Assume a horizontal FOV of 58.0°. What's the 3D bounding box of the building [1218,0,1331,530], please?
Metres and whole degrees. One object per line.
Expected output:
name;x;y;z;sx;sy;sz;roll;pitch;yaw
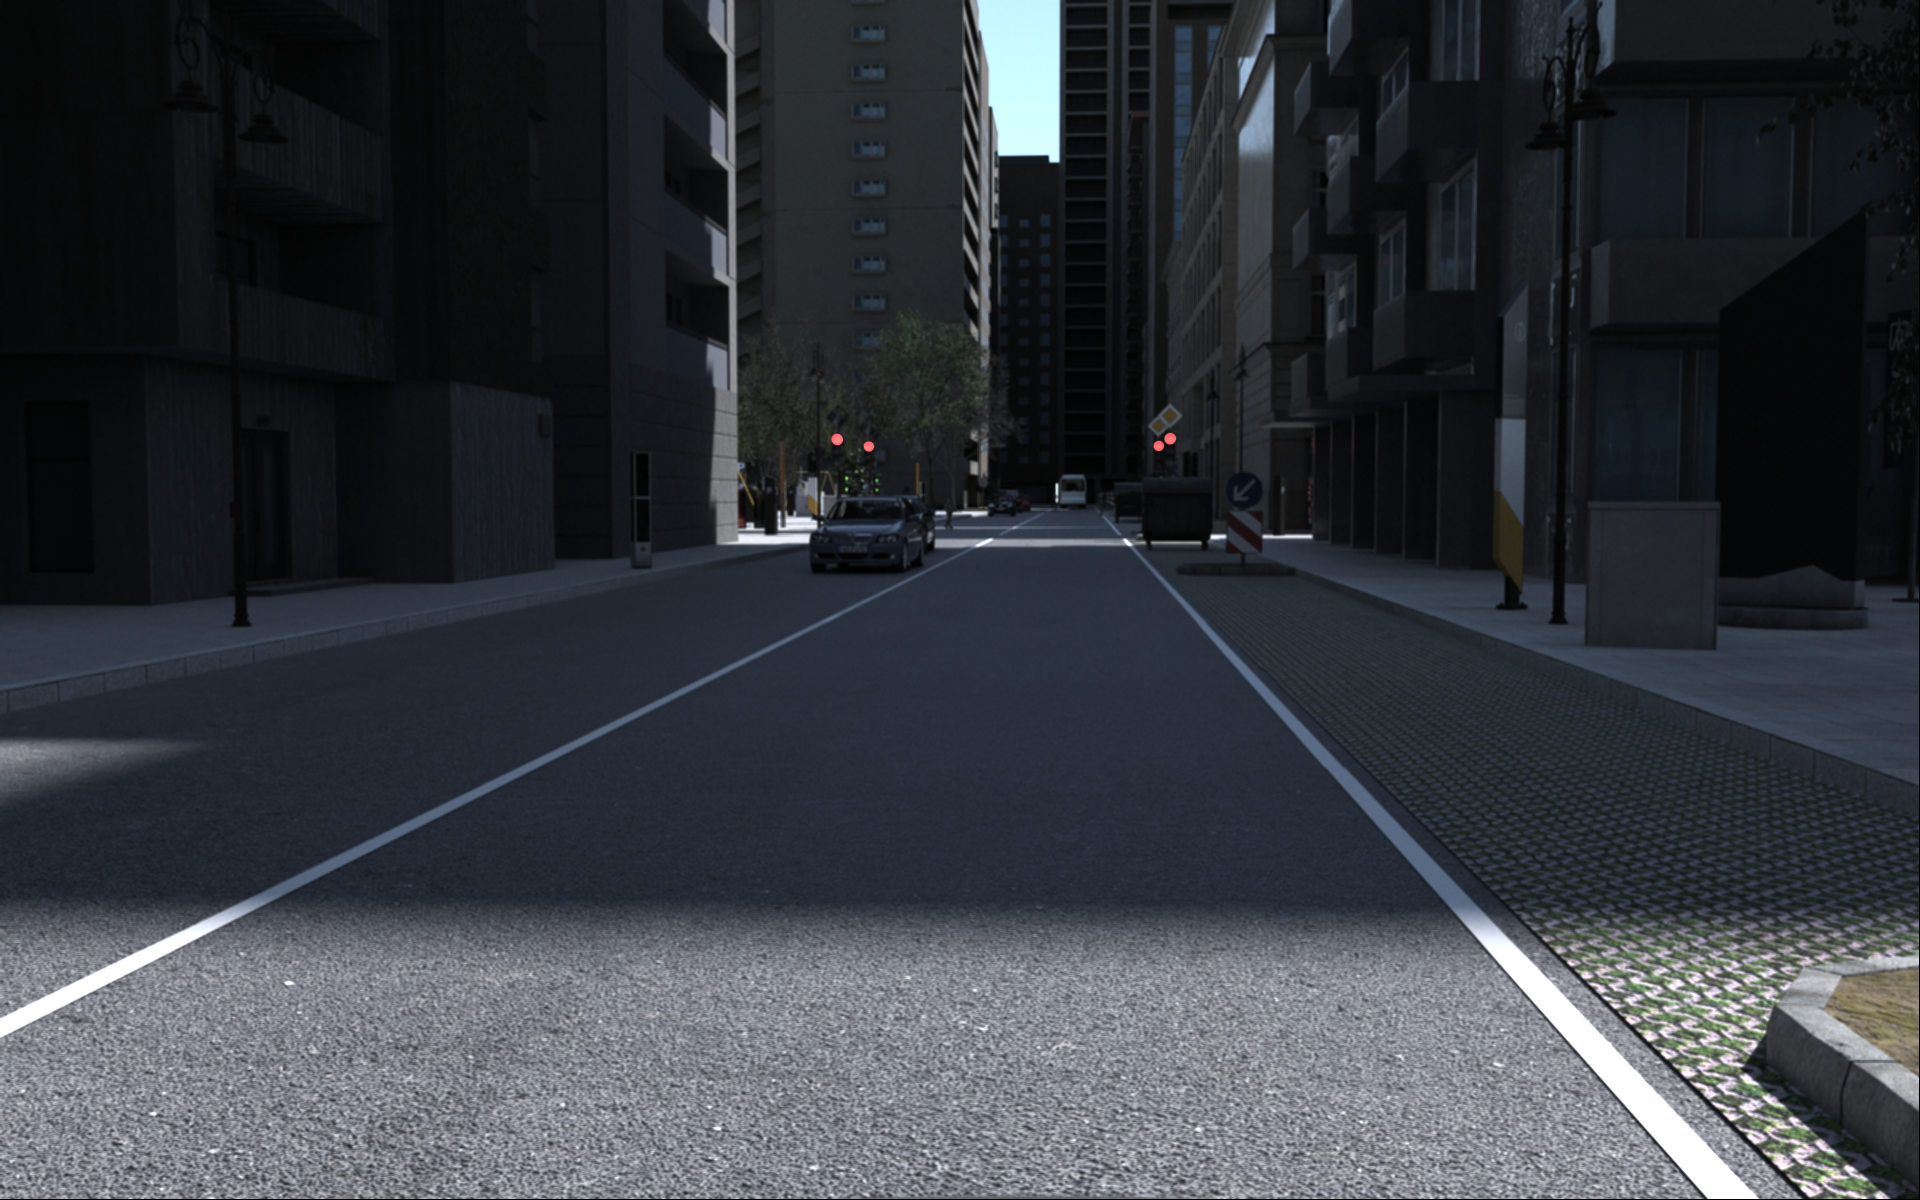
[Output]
building;25.803;-14.343;67.797;30.059;22.955;16.112;0;4;4

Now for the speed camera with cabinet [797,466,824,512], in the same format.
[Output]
speed camera with cabinet;-10.652;-7.900;123.504;2.038;3.252;0.660;2;4;29

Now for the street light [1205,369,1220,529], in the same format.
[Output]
street light;9.328;-5.589;64.160;0.468;5.910;1.993;0;4;4

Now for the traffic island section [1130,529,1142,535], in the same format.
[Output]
traffic island section;7.059;-2.405;61.595;2.009;0.180;2.903;0;4;4

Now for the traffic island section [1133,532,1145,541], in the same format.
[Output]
traffic island section;6.494;-1.917;53.630;2.009;0.180;2.903;0;4;4

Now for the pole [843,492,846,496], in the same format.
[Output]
pole;-5.714;-5.607;85.525;0.158;3.312;0.155;0;3;0

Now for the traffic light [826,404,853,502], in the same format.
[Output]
traffic light;-3.782;-3.994;54.225;0.839;4.253;0.868;0;4;4

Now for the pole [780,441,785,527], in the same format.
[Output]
pole;-6.810;-4.448;66.562;0.158;3.312;0.155;0;3;0

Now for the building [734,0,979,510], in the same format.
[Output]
building;-9.622;-32.076;148.144;21.300;48.544;21.600;0;4;4

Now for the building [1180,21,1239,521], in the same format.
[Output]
building;23.086;-17.917;97.451;19.350;26.468;34.151;0;4;4

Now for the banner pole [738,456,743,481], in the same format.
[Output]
banner pole;-14.556;-7.640;114.923;0.401;3.779;0.863;1;4;22

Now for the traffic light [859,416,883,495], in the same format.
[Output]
traffic light;-3.217;-4.481;62.190;0.839;4.253;0.868;0;4;4

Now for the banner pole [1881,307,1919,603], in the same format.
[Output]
banner pole;11.314;-1.880;20.756;0.401;3.779;0.863;0;4;-5

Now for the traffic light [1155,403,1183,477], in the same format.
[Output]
traffic light;6.455;-3.951;53.519;0.839;4.253;0.868;0;4;4

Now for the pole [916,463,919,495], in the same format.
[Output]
pole;-2.784;-7.283;112.928;0.158;3.312;0.155;0;3;0

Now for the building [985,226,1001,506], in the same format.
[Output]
building;-3.122;-25.018;180.741;14.160;30.474;14.107;0;4;4

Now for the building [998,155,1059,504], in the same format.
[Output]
building;5.955;-35.360;228.251;14.200;45.320;14.600;0;4;4

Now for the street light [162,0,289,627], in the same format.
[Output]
street light;-6.968;-2.681;16.617;0.468;5.910;1.993;0;4;4

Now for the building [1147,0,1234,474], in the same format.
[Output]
building;23.027;-30.302;145.545;14.600;45.320;14.200;0;4;4

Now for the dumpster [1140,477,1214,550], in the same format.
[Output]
dumpster;5.536;-2.209;44.330;1.865;1.857;1.264;0;4;5

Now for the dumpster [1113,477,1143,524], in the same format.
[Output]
dumpster;8.412;-4.830;83.922;1.985;2.255;1.502;0;4;3

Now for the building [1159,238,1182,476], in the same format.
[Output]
building;20.659;-17.691;125.409;11.583;22.565;21.152;0;4;4

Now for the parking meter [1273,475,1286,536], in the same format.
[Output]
parking meter;9.870;-2.926;53.550;0.255;1.863;0.399;3;4;37

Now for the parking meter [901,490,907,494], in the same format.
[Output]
parking meter;-3.547;-6.216;110.048;0.372;1.533;0.369;0;3;0

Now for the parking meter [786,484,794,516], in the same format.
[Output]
parking meter;-9.914;-5.832;101.061;0.399;1.863;0.255;-1;4;-19

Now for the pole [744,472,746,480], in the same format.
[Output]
pole;-15.932;-8.236;128.508;0.158;3.312;0.155;0;3;0

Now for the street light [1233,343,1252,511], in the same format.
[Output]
street light;8.611;-4.906;53.002;0.468;5.910;1.993;0;4;4

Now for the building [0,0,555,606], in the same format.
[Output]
building;-14.394;-15.325;22.269;14.160;30.474;14.107;0;4;4

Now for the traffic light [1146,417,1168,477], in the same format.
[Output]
traffic light;7.020;-4.438;61.484;0.839;4.253;0.868;0;4;4

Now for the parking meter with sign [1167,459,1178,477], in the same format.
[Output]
parking meter with sign;10.331;-5.373;84.110;0.543;3.016;1.738;0;4;5

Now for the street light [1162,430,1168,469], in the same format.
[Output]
street light;11.802;-7.784;100.057;0.468;5.910;1.993;0;4;4

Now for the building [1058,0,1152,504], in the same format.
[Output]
building;23.503;-48.355;228.862;20.611;71.187;20.563;0;4;4

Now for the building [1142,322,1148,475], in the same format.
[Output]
building;31.968;-19.704;167.203;27.650;21.520;28.899;0;4;4

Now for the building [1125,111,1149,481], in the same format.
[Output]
building;29.936;-33.083;195.538;22.147;44.769;28.867;0;4;4

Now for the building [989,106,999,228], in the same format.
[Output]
building;-6.545;-35.365;201.914;21.600;48.544;21.300;0;4;4

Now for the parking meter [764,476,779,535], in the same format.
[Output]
parking meter;-5.942;-2.989;54.585;0.399;1.863;0.255;1;4;18

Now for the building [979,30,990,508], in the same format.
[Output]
building;-4.502;-31.551;165.977;14.600;45.320;14.200;0;4;4

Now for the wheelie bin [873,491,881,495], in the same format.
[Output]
wheelie bin;-6.001;-7.101;124.015;0.693;1.594;0.980;0;4;-7

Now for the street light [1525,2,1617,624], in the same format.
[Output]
street light;5.917;-2.701;16.950;0.468;5.910;1.993;0;4;4

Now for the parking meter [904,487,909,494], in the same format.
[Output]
parking meter;-4.161;-7.849;134.036;0.399;1.863;0.255;1;4;15

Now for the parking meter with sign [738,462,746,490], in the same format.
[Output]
parking meter with sign;-11.832;-5.964;93.765;0.543;3.016;1.738;-1;4;-9

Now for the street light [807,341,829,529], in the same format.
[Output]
street light;-4.282;-4.875;52.499;0.468;5.910;1.993;0;4;4

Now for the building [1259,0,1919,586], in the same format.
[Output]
building;19.159;-25.424;35.299;23.786;49.044;30.456;0;4;4

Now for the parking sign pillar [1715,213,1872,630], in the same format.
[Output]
parking sign pillar;8.129;-1.740;16.917;1.447;3.967;1.447;3;5;39

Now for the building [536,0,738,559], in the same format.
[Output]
building;-20.308;-30.570;41.815;28.212;58.520;21.231;0;4;4

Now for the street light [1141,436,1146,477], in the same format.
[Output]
street light;14.360;-9.979;135.948;0.468;5.910;1.993;0;4;4
